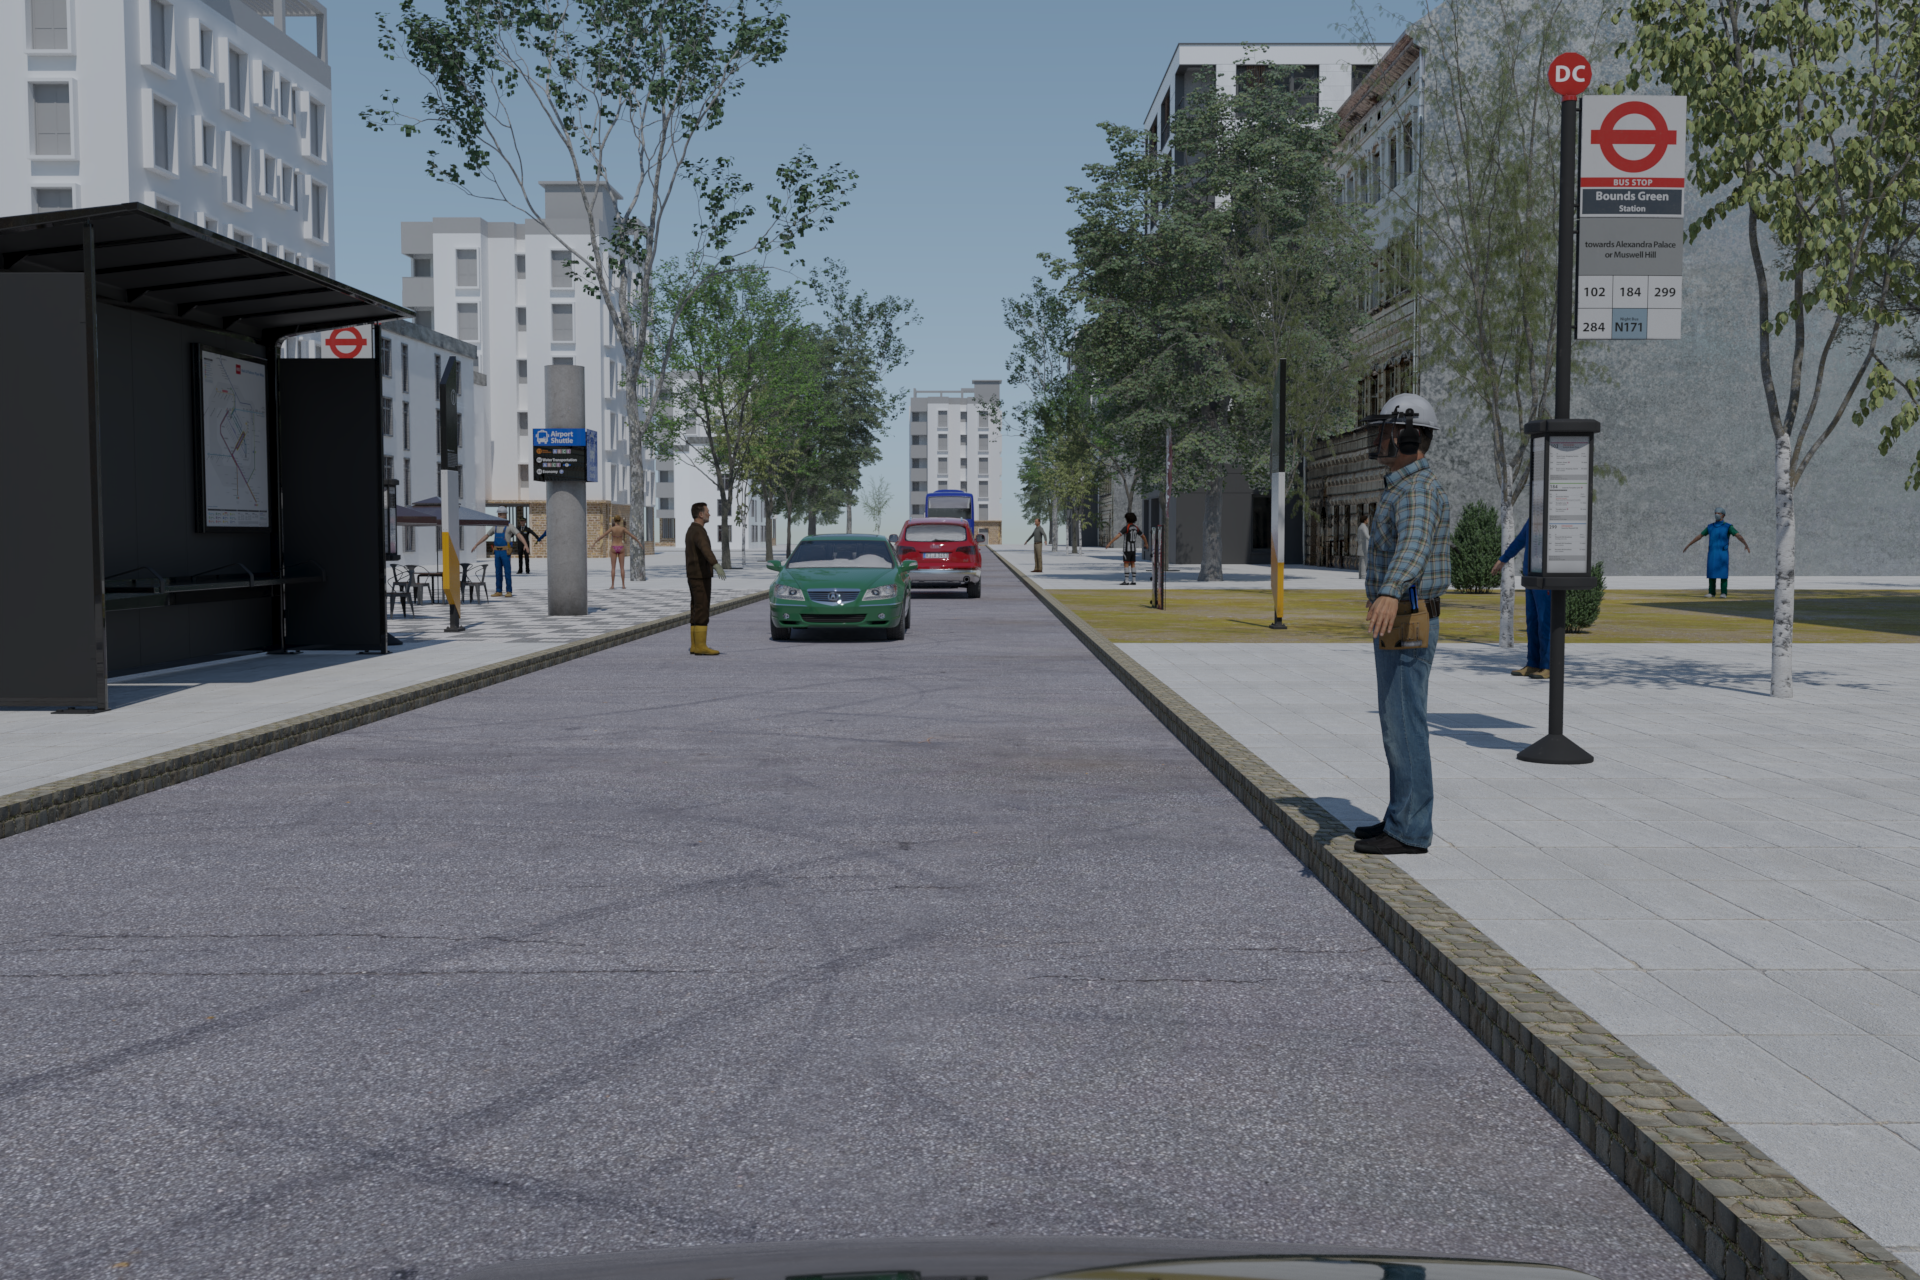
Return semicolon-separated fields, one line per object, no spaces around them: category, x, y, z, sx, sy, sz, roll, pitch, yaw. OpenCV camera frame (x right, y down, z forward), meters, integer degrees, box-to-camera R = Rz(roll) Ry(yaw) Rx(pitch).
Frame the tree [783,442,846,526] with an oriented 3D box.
tree;-17.954;-18.654;211.651;9.857;13.997;8.962;0;3;0

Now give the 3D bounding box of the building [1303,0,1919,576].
building;23.198;-14.072;61.014;19.493;23.208;18.063;0;4;1

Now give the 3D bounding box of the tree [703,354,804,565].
tree;-8.805;-7.436;71.949;4.737;8.622;4.395;0;3;0

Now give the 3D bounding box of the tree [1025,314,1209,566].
tree;6.598;-8.216;68.744;8.767;10.594;7.601;1;4;12

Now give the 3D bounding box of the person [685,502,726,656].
person;-3.050;-0.730;20.531;0.704;1.812;1.346;-1;4;-22

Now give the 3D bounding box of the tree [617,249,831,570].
tree;-8.514;-8.384;62.827;9.928;11.665;9.643;0;3;0

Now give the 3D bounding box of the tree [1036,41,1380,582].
tree;6.839;-8.572;46.805;9.857;13.997;8.962;0;3;0

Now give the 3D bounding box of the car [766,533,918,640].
car;-1.655;-0.803;24.931;2.131;1.459;4.920;0;3;0

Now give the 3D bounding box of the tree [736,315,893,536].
tree;-8.836;-11.949;102.023;9.857;13.997;8.962;0;3;0

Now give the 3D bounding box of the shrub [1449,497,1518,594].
shrub;11.097;-2.026;37.174;1.661;2.075;1.752;0;3;0

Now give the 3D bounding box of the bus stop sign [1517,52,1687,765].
bus stop sign;3.597;-1.285;9.707;0.855;3.939;0.416;0;4;1

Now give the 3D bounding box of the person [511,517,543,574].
person;-14.022;-3.038;55.598;1.347;1.837;0.705;0;4;3

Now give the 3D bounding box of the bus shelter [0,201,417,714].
bus shelter;-6.643;-1.475;15.397;1.731;3.624;6.357;0;4;0

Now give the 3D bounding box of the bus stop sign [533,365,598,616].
bus stop sign;-6.200;-2.340;27.270;0.837;3.901;0.837;0;4;0

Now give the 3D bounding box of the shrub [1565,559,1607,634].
shrub;7.883;-0.693;22.446;1.383;1.207;1.383;0;3;0

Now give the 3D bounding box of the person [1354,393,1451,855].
person;1.779;-0.075;7.060;0.704;1.849;1.345;1;4;13

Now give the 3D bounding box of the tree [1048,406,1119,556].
tree;6.933;-9.085;98.907;4.737;8.622;4.395;0;3;0

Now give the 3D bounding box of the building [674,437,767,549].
building;-22.474;-13.521;163.213;9.099;9.664;28.070;0;4;1

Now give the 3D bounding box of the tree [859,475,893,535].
tree;-9.675;-15.978;211.598;4.360;8.622;3.978;0;3;0

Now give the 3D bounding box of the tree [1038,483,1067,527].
tree;12.124;-15.929;210.798;4.360;8.622;3.978;0;3;0

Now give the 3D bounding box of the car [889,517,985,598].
car;-0.542;-1.934;40.294;2.281;1.827;5.304;0;4;0

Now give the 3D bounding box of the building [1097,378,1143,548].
building;23.049;-20.367;163.921;19.493;23.208;18.063;0;4;1

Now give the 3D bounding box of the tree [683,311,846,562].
tree;-8.897;-9.435;80.023;9.928;11.665;9.643;0;3;0

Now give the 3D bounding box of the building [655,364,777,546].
building;-25.526;-19.795;180.059;16.016;20.090;11.380;0;4;1

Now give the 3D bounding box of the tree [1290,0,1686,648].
tree;6.380;-4.230;19.516;4.360;8.622;3.978;0;3;0

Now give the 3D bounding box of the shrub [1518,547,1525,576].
shrub;13.132;-2.065;38.181;1.690;2.028;1.600;0;3;0

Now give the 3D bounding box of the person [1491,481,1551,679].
person;5.166;-0.586;15.461;0.705;1.842;1.347;-1;4;-10

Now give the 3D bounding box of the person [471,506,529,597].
person;-9.333;-1.801;35.302;1.347;1.847;0.705;1;4;19

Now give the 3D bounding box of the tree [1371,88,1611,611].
tree;9.253;-4.801;28.856;4.360;8.622;3.978;0;3;0

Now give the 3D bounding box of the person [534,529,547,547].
person;-12.255;-2.854;52.630;1.349;1.833;0.705;-1;4;-11

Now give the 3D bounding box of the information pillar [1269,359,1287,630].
information pillar;4.305;-1.961;23.415;0.183;3.616;0.504;0;4;-1

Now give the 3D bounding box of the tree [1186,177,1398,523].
tree;6.517;-5.279;36.668;4.360;8.622;3.978;0;3;0

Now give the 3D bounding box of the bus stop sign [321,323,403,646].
bus stop sign;-6.884;-1.909;19.920;0.855;3.939;0.416;0;4;0

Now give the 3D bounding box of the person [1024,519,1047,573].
person;2.579;-3.152;57.810;0.705;1.796;1.348;-2;4;-29

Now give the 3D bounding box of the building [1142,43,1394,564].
building;23.062;-14.969;88.719;27.936;21.610;32.646;0;4;0

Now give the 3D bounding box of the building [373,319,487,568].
building;-26.044;-8.272;77.401;9.099;9.664;28.070;0;4;1

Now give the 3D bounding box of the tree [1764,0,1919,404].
tree;19.470;-7.293;29.609;12.009;13.543;11.850;0;3;0

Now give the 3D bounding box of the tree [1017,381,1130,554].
tree;7.579;-11.453;113.013;9.928;11.665;9.643;0;3;0

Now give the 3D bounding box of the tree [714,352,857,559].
tree;-9.022;-9.484;89.469;8.767;10.594;7.601;1;4;13

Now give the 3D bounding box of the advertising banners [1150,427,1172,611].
advertising banners;3.418;-2.034;29.437;0.090;3.025;2.074;0;4;-2

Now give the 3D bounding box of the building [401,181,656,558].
building;-23.886;-14.546;94.244;16.016;20.090;11.380;0;3;0

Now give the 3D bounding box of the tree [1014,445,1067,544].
tree;11.599;-19.053;218.167;9.857;13.997;8.962;0;3;0

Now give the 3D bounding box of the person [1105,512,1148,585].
person;4.235;-2.279;43.404;1.345;1.843;0.704;-2;4;-34

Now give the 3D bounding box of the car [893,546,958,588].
car;-0.918;-2.326;47.075;2.155;1.783;4.494;0;3;0

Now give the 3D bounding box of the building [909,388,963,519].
building;-5.999;-21.891;216.792;11.380;20.090;16.016;0;4;3

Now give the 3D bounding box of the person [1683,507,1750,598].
person;15.228;-1.754;34.805;0.704;1.817;1.347;-3;5;-42

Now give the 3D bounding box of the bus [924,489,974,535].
bus;-0.597;-6.314;94.785;2.896;3.916;12.251;0;4;-1

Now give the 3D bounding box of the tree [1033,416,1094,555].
tree;6.564;-9.540;106.335;4.737;8.622;4.395;0;3;0

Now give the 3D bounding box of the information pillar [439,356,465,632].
information pillar;-6.653;-1.912;22.609;0.183;3.616;0.504;0;4;0

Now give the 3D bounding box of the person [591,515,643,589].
person;-8.031;-2.066;40.584;1.217;1.733;0.721;-1;4;-17

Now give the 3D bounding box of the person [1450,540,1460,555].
person;8.823;-1.655;32.822;0.705;1.858;1.354;-3;5;-42

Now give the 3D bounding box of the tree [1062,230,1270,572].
tree;7.049;-8.150;59.004;9.928;11.665;9.643;0;3;0

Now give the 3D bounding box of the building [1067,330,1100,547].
building;25.523;-21.168;190.078;27.936;21.610;32.646;0;4;0

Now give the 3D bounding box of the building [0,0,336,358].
building;-27.491;-11.787;49.137;16.016;20.090;11.380;0;4;1

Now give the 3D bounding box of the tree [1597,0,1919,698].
tree;6.508;-3.839;13.133;4.737;8.622;4.395;0;3;0

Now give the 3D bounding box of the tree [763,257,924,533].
tree;-9.009;-16.235;121.334;12.611;20.169;13.585;0;3;0

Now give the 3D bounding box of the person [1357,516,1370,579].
person;11.484;-2.627;49.139;0.705;1.806;1.347;0;4;-4

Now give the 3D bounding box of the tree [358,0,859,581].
tree;-8.877;-11.578;45.181;12.611;20.169;13.585;0;3;0

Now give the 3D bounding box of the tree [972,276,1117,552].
tree;7.260;-16.504;125.736;12.611;20.169;13.585;0;3;0
